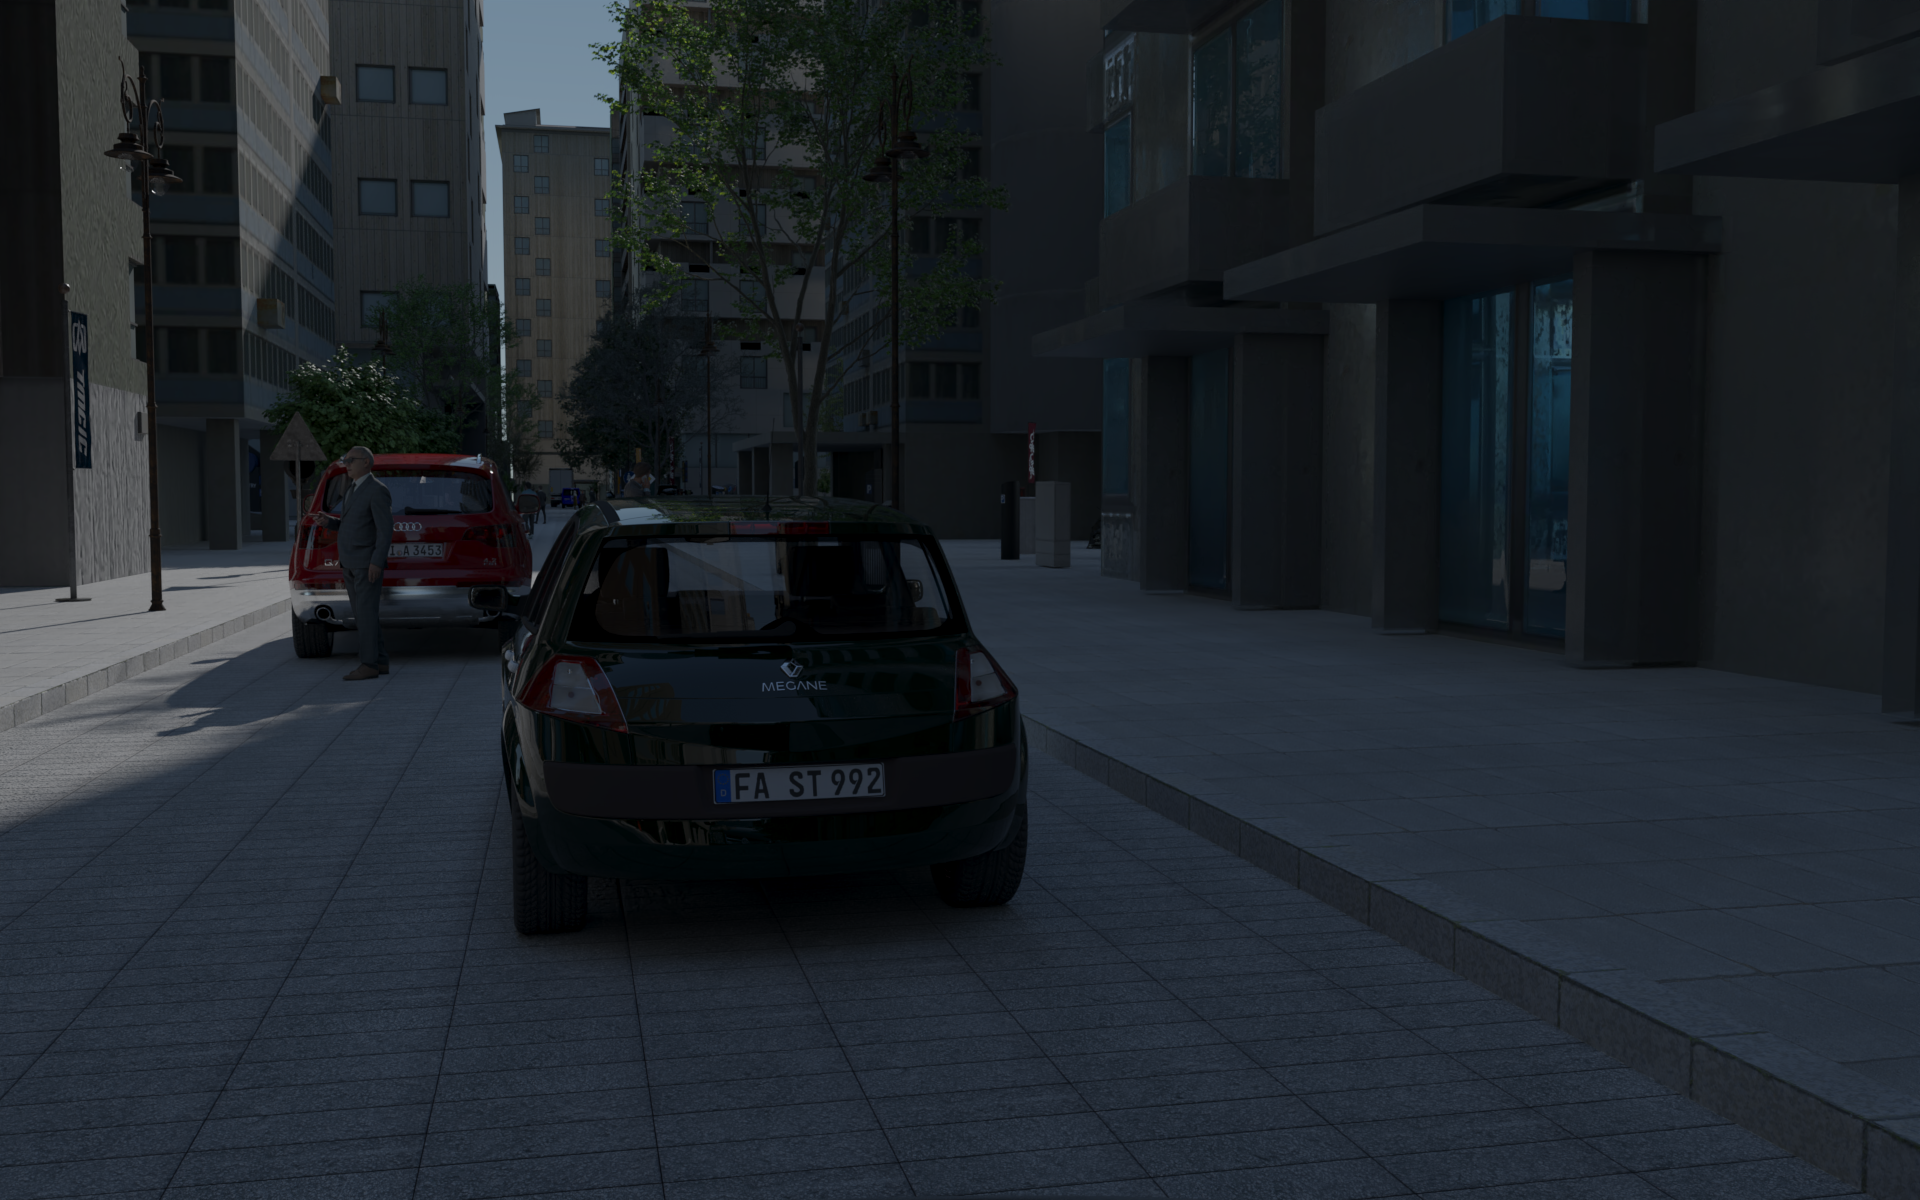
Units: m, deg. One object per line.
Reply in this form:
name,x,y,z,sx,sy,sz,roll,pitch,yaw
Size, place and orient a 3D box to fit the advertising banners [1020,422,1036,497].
advertising banners,1.445,-2.778,41.602,0.090,3.025,2.074,2,4,24

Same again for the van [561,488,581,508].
van,-39.040,-10.377,174.041,2.240,2.365,5.245,-1,4,-11

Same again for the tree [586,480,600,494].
tree,-44.549,-13.276,211.666,1.663,3.219,1.824,0,3,0

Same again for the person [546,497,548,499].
person,-39.832,-9.554,164.705,1.348,1.824,0.705,0,4,4

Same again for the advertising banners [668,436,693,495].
advertising banners,-8.558,-3.474,52.987,0.090,3.025,2.074,1,4,11

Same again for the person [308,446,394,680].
person,-4.724,-0.295,13.507,0.661,1.801,0.590,3,5,43

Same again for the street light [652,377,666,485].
street light,-11.883,-5.849,68.411,0.468,5.910,1.993,-1,4,-13

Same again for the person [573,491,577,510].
person,-34.879,-9.059,157.337,0.721,1.736,1.217,-1,4,-12

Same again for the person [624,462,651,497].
person,-4.160,-0.871,22.555,0.447,1.846,0.655,-2,4,-25

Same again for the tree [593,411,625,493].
tree,-30.778,-12.381,152.790,4.360,8.622,3.978,0,3,0

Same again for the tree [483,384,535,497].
tree,-31.324,-10.184,116.873,4.360,8.622,3.978,0,3,0

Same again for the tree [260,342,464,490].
tree,-13.384,-3.303,37.713,4.285,4.588,4.351,0,3,0

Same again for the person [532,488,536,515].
person,-29.582,-6.816,120.041,0.679,1.850,0.850,2,4,26

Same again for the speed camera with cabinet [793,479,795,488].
speed camera with cabinet,-10.530,-6.795,105.427,2.038,3.252,0.660,-2,4,-27

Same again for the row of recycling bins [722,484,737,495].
row of recycling bins,-8.654,-3.737,68.216,1.069,1.692,3.534,-2,4,-24

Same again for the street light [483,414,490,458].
street light,-27.302,-7.780,99.993,0.468,5.910,1.993,-1,4,-13

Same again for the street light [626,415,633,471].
street light,-18.941,-7.721,99.022,0.468,5.910,1.993,-1,4,-13

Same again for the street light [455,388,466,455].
street light,-21.798,-6.294,75.692,0.468,5.910,1.993,-1,4,-13

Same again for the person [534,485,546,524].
person,-20.175,-4.580,83.166,0.755,1.850,0.659,2,4,34

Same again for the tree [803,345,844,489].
tree,-5.548,-8.083,82.527,4.737,8.622,4.395,0,3,0

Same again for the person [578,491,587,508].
person,-34.926,-9.247,160.235,0.990,1.755,0.434,2,4,25

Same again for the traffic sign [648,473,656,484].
traffic sign,-12.479,-3.985,68.796,0.795,2.450,0.064,-1,4,-13

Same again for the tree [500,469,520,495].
tree,-35.448,-8.574,134.781,1.663,3.219,1.824,0,3,0

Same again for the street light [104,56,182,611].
street light,-8.833,-2.819,18.878,0.468,5.910,1.993,-1,4,-13

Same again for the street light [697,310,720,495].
street light,-6.306,-4.326,43.520,0.468,5.910,1.993,-1,4,-13

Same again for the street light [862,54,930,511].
street light,-0.705,-2.814,18.803,0.468,5.910,1.993,-1,4,-13

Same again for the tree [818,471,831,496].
tree,-9.236,-7.654,119.751,1.663,3.219,1.824,0,3,0

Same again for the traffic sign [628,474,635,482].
traffic sign,-14.260,-4.461,76.581,0.795,2.450,0.064,-1,4,-13

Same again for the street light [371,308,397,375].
street light,-14.321,-4.305,43.182,0.468,5.910,1.993,-1,4,-13

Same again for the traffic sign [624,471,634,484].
traffic sign,-18.330,-5.891,96.419,0.768,2.556,0.104,0,4,-6

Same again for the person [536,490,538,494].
person,-39.052,-9.246,159.757,0.705,1.814,1.350,-3,4,-37

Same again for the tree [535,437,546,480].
tree,-44.304,-13.677,173.974,4.360,8.622,3.978,0,3,0

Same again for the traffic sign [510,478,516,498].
traffic sign,-35.458,-8.362,136.822,0.768,2.556,0.104,-1,4,-10

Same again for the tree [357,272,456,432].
tree,-24.095,-9.456,80.353,9.928,11.665,9.643,0,3,0

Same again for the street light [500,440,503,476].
street light,-33.054,-9.306,124.944,0.468,5.910,1.993,-1,4,-13

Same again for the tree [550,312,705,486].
tree,-20.718,-11.670,107.817,9.611,12.733,9.660,0,3,0

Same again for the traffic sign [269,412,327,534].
traffic sign,-10.455,-1.674,27.376,0.884,2.594,0.081,0,4,-5

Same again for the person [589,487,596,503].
person,-25.903,-6.999,122.299,0.648,1.900,0.474,2,4,27

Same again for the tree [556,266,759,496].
tree,-15.712,-10.990,90.054,12.009,13.543,11.850,0,3,0

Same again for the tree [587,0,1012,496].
tree,-2.895,-6.505,32.120,9.928,11.665,9.643,0,3,0

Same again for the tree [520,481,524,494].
tree,-47.947,-11.669,185.393,1.663,3.219,1.824,0,3,0
